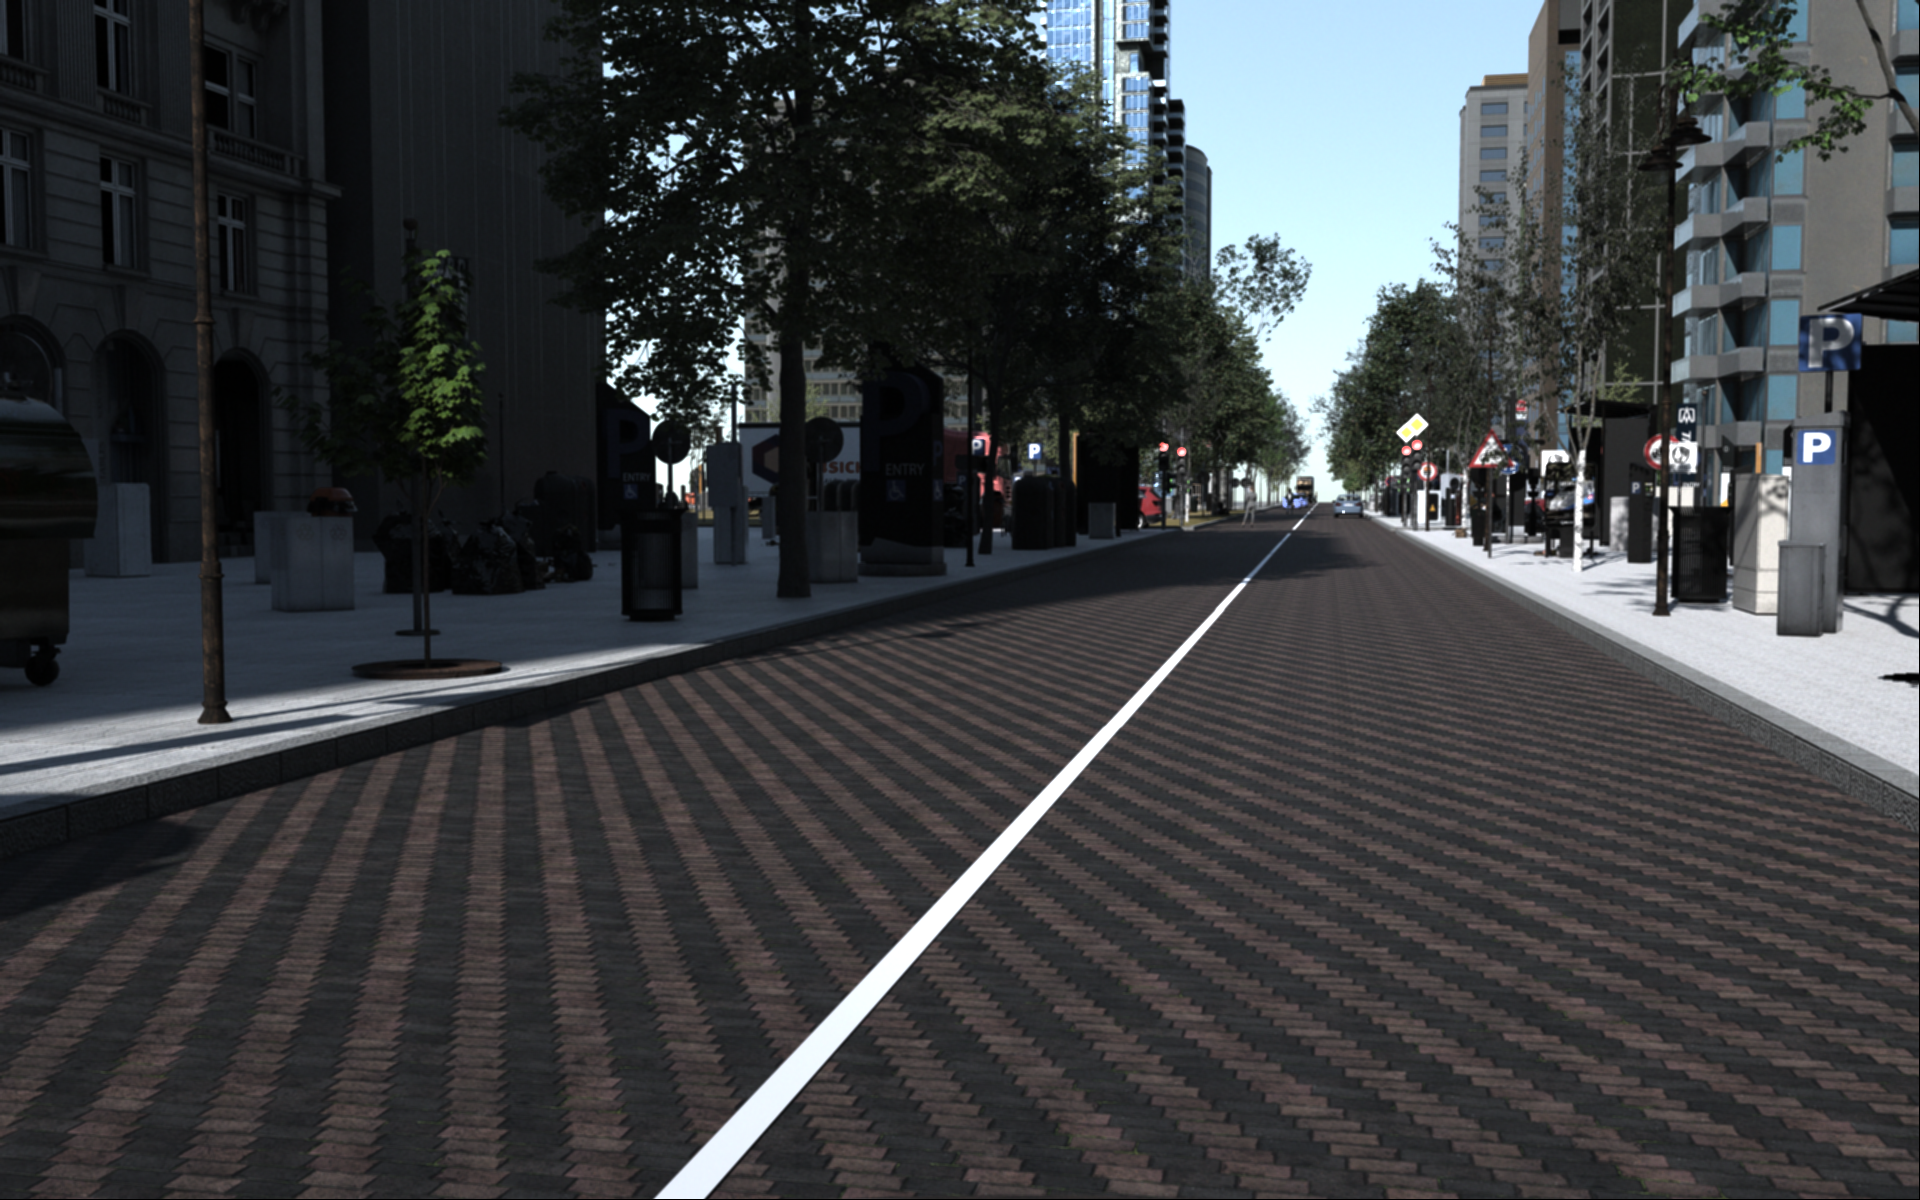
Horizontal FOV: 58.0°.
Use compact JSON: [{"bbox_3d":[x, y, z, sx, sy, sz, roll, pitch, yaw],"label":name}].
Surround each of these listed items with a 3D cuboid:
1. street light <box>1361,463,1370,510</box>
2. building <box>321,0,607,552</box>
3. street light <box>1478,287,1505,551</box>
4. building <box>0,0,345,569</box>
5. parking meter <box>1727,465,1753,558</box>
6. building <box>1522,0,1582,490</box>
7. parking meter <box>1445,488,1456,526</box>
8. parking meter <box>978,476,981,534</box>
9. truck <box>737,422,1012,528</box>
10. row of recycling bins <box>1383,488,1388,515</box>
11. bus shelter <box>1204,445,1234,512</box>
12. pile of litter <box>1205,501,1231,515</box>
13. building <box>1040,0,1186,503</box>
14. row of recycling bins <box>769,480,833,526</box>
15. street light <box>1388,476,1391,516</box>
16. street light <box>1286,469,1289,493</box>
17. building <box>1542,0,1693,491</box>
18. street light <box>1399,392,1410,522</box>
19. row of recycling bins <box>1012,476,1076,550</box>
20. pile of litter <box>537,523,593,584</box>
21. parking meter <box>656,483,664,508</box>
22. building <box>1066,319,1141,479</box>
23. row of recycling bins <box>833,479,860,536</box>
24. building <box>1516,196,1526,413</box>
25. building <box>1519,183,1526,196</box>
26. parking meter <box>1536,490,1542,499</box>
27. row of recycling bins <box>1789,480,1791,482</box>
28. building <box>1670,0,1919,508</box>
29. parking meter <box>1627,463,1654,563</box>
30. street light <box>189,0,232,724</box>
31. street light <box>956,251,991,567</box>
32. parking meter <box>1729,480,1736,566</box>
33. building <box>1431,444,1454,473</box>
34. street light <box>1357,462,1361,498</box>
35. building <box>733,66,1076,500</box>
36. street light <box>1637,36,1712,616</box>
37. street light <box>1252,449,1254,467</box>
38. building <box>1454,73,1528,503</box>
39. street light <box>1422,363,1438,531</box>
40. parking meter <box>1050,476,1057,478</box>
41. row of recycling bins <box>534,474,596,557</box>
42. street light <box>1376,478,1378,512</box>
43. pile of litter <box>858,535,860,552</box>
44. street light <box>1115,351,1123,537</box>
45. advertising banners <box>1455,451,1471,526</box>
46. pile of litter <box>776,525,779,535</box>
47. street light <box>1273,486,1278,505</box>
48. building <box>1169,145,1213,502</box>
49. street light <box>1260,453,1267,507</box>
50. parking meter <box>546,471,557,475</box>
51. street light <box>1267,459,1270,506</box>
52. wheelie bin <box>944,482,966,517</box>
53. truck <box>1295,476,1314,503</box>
[{"bbox_3d":[35.878,-11.015,152.881,0.468,5.910,1.993,1,4,12],"label":"street light"},{"bbox_3d":[-25.936,-13.965,47.401,30.058,24.678,14.314,1,4,12],"label":"building"},{"bbox_3d":[11.867,-4.040,38.839,0.468,5.910,1.993,1,4,12],"label":"street light"},{"bbox_3d":[-21.631,-11.305,26.634,13.314,21.916,24.055,1,4,12],"label":"building"},{"bbox_3d":[15.494,-1.757,34.436,0.399,1.863,0.255,0,4,4],"label":"parking meter"},{"bbox_3d":[57.619,-30.713,152.261,14.600,45.320,14.200,1,4,12],"label":"building"},{"bbox_3d":[19.458,-3.687,68.700,0.372,1.533,0.369,0,3,0],"label":"parking meter"},{"bbox_3d":[0.513,-3.080,56.072,0.255,1.863,0.399,1,4,10],"label":"parking meter"},{"bbox_3d":[-2.964,-4.838,68.009,11.283,4.237,2.839,1,4,11],"label":"truck"},{"bbox_3d":[26.274,-6.011,105.391,1.069,1.692,3.534,1,4,13],"label":"row of recycling bins"},{"bbox_3d":[19.358,-9.291,129.541,2.179,5.291,8.768,1,4,12],"label":"bus shelter"},{"bbox_3d":[15.825,-5.646,106.271,1.719,0.858,1.176,0,4,1],"label":"pile of litter"},{"bbox_3d":[23.239,-57.778,257.345,22.319,86.520,31.000,1,4,12],"label":"building"},{"bbox_3d":[-5.424,-3.305,61.145,3.534,1.692,1.069,3,5,42],"label":"row of recycling bins"},{"bbox_3d":[24.703,-7.756,99.591,0.468,5.910,1.993,1,4,12],"label":"street light"},{"bbox_3d":[50.648,-18.105,268.800,0.468,5.910,1.993,1,4,12],"label":"street light"},{"bbox_3d":[54.736,-42.015,125.196,20.563,71.187,20.611,1,4,12],"label":"building"},{"bbox_3d":[20.180,-6.481,78.754,0.468,5.910,1.993,1,4,12],"label":"street light"},{"bbox_3d":[1.987,-2.093,41.331,1.069,1.692,3.534,1,4,18],"label":"row of recycling bins"},{"bbox_3d":[-6.036,-0.703,25.463,1.176,0.858,1.719,1,4,23],"label":"pile of litter"},{"bbox_3d":[-15.813,-5.225,91.147,0.255,1.863,0.399,3,5,40],"label":"parking meter"},{"bbox_3d":[4.242,-20.920,187.084,27.650,21.520,28.899,1,4,12],"label":"building"},{"bbox_3d":[-1.958,-2.663,50.648,3.534,1.692,1.069,3,4,38],"label":"row of recycling bins"},{"bbox_3d":[60.793,-24.159,166.705,14.160,30.474,14.107,1,4,12],"label":"building"},{"bbox_3d":[73.166,-30.083,183.743,32.217,40.220,23.993,1,4,12],"label":"building"},{"bbox_3d":[39.706,-6.748,118.735,0.372,1.533,0.369,0,3,0],"label":"parking meter"},{"bbox_3d":[20.680,-2.183,42.809,1.069,1.692,3.534,-2,4,-33],"label":"row of recycling bins"},{"bbox_3d":[52.259,-28.576,86.830,30.456,49.044,23.786,1,4,12],"label":"building"},{"bbox_3d":[12.629,-1.616,32.126,0.255,1.863,0.399,-2,4,-26],"label":"parking meter"},{"bbox_3d":[-4.189,-2.249,9.561,0.468,5.910,1.993,1,4,12],"label":"street light"},{"bbox_3d":[0.176,-3.532,30.530,0.468,5.910,1.993,1,4,12],"label":"street light"},{"bbox_3d":[13.934,-1.373,30.865,0.372,1.533,0.369,0,3,0],"label":"parking meter"},{"bbox_3d":[90.434,-26.492,278.185,27.650,21.520,28.899,1,4,12],"label":"building"},{"bbox_3d":[40.334,-12.318,174.183,0.468,5.910,1.993,1,4,12],"label":"street light"},{"bbox_3d":[-3.164,-28.698,161.094,32.217,40.220,23.993,1,4,12],"label":"building"},{"bbox_3d":[7.411,-2.773,18.122,0.468,5.910,1.993,1,4,12],"label":"street light"},{"bbox_3d":[24.462,-10.538,145.090,0.468,5.910,1.993,1,4,12],"label":"street light"},{"bbox_3d":[82.301,-43.232,248.838,21.231,58.520,28.212,1,4,12],"label":"building"},{"bbox_3d":[16.196,-5.323,59.823,0.468,5.910,1.993,1,4,12],"label":"street light"},{"bbox_3d":[3.106,-3.148,57.188,0.255,1.863,0.399,1,4,14],"label":"parking meter"},{"bbox_3d":[-8.400,-1.813,36.754,1.069,1.692,3.534,0,4,-4],"label":"row of recycling bins"},{"bbox_3d":[29.006,-9.031,120.445,0.468,5.910,1.993,1,4,12],"label":"street light"},{"bbox_3d":[-2.036,-1.496,38.431,1.176,0.858,1.719,-2,4,-35],"label":"pile of litter"},{"bbox_3d":[4.740,-4.823,51.640,0.468,5.910,1.993,1,4,12],"label":"street light"},{"bbox_3d":[20.382,-4.563,70.787,0.090,3.025,2.074,-1,4,-10],"label":"advertising banners"},{"bbox_3d":[-5.535,-2.482,54.544,1.176,0.858,1.719,2,4,34],"label":"pile of litter"},{"bbox_3d":[37.682,-14.382,207.925,0.468,5.910,1.993,1,4,12],"label":"street light"},{"bbox_3d":[30.027,-45.565,286.980,21.231,58.520,28.212,1,4,12],"label":"building"},{"bbox_3d":[28.873,-11.828,166.179,0.468,5.910,1.993,1,4,12],"label":"street light"},{"bbox_3d":[-10.477,-2.369,44.447,0.255,1.863,0.399,-1,4,-17],"label":"parking meter"},{"bbox_3d":[33.306,-13.113,187.192,0.468,5.910,1.993,1,4,12],"label":"street light"},{"bbox_3d":[-0.234,-2.380,46.820,0.693,1.594,0.980,2,4,30],"label":"wheelie bin"},{"bbox_3d":[55.373,-17.684,278.044,2.839,4.237,11.283,1,4,13],"label":"truck"}]
